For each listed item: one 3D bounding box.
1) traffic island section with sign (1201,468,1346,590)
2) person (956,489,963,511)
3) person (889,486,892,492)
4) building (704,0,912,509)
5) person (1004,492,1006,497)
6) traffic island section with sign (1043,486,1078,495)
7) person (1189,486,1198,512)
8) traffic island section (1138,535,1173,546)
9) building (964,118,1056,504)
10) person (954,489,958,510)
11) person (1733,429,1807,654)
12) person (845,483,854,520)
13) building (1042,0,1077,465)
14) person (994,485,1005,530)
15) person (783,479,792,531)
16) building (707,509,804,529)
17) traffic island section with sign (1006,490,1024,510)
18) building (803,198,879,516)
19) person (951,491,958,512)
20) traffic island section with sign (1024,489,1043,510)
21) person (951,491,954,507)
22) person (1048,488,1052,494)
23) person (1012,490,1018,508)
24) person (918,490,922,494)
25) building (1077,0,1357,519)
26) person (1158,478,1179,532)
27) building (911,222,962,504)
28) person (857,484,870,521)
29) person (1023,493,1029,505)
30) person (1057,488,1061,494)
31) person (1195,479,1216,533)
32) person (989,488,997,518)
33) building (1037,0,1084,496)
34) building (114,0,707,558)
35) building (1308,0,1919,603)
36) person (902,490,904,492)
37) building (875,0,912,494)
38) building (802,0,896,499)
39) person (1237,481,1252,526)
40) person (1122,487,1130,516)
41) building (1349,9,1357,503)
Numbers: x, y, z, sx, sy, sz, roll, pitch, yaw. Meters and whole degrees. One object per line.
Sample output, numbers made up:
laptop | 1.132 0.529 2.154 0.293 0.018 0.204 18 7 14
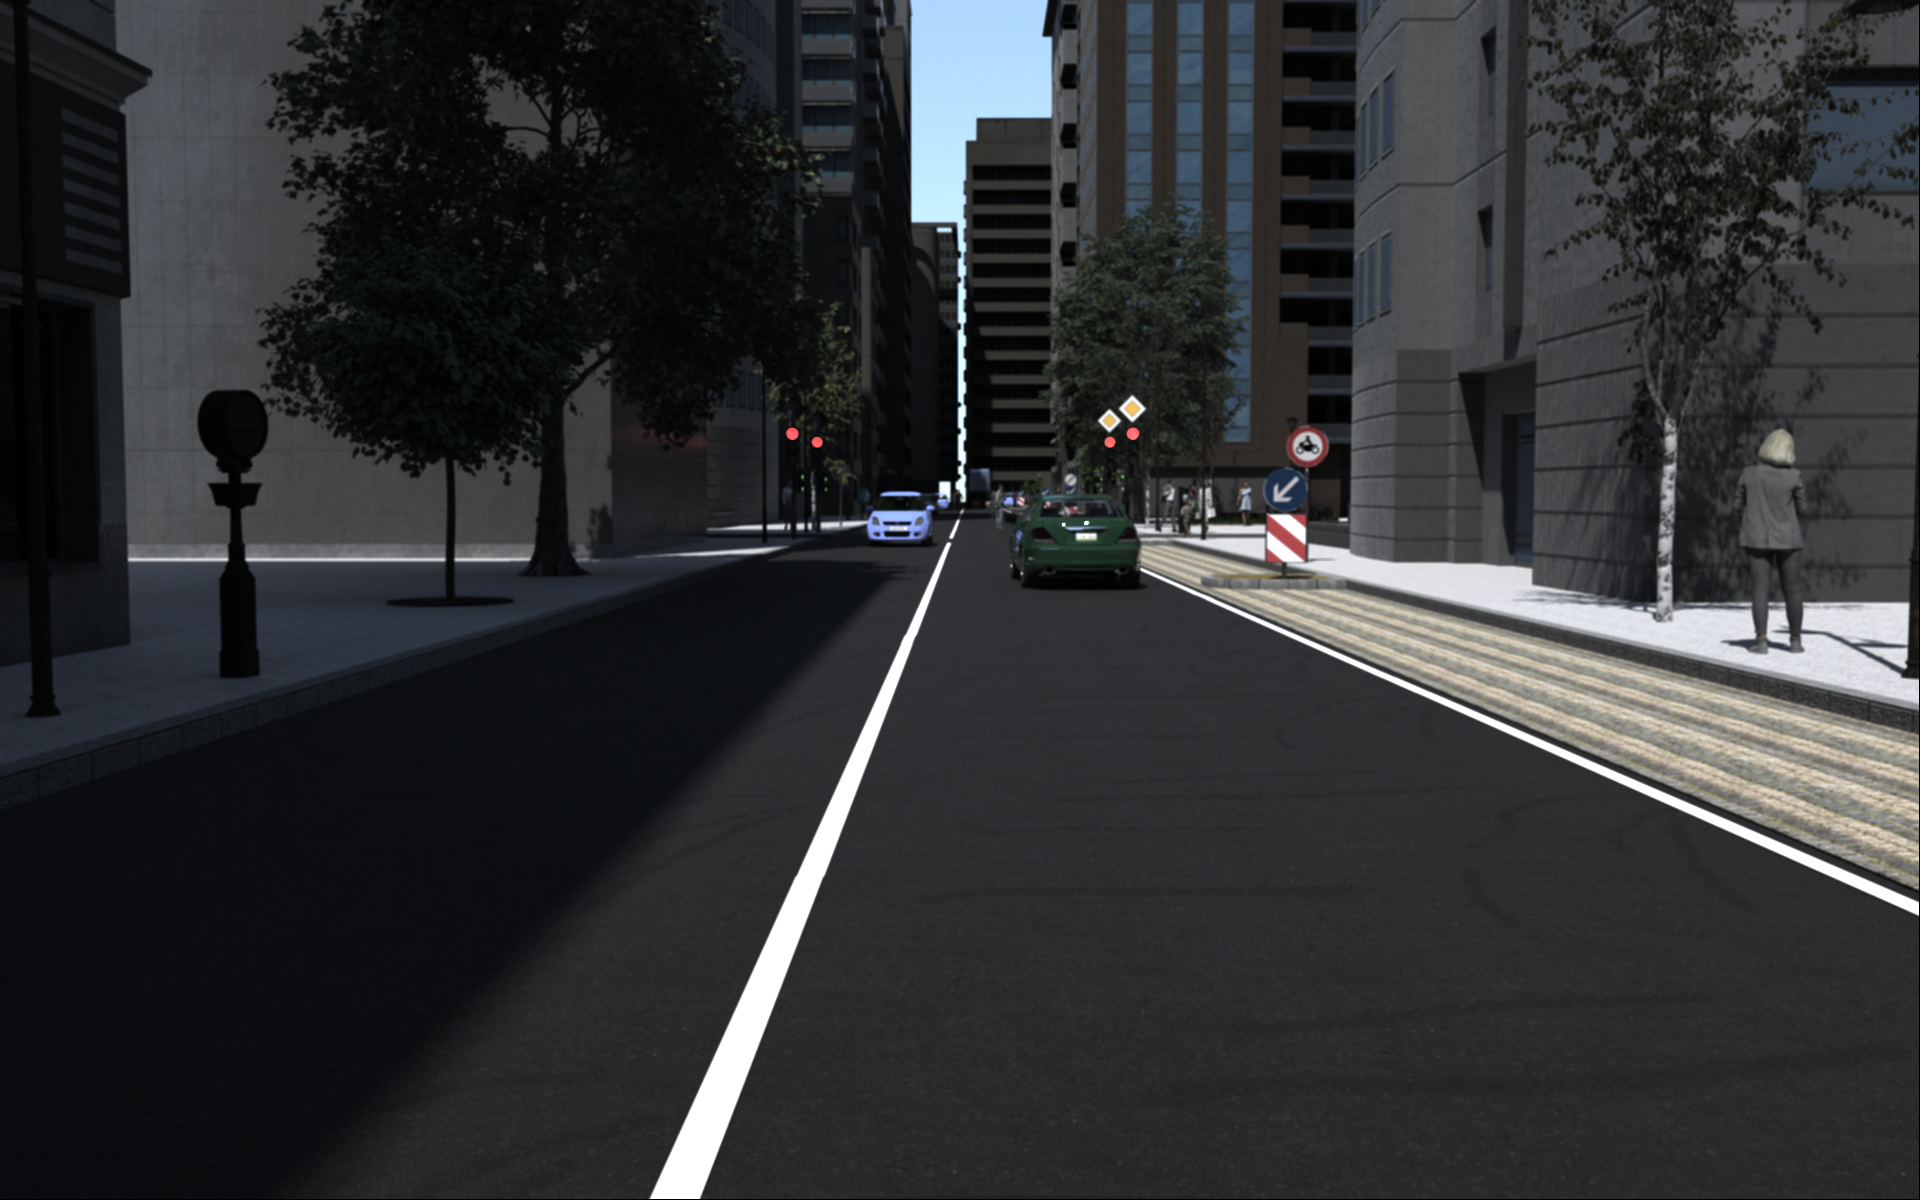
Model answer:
traffic island section with sign | 4.777 -1.107 26.722 1.989 1.847 2.006 0 4 0
person | -0.128 -8.510 147.653 0.705 1.821 1.348 -3 5 -41
person | -3.477 -4.853 87.819 0.622 1.834 0.822 -1 4 -12
building | -19.635 -39.989 195.822 28.212 58.520 21.231 0 4 0
person | 5.650 -12.201 208.788 0.742 1.727 0.445 -2 4 -29
traffic island section with sign | 5.084 -4.486 81.973 1.989 1.847 2.006 0 4 0
person | 11.972 -5.073 88.957 0.573 1.828 0.580 -1 4 -20
traffic island section | 4.896 -1.649 49.243 2.009 0.180 2.903 0 4 0
building | 11.276 -36.861 226.380 21.600 48.544 21.300 0 4 0
person | -0.319 -8.838 152.634 0.705 1.869 1.348 1 4 14
person | 6.570 -0.479 14.054 0.537 1.800 0.526 2 4 35
person | -5.479 -4.909 86.116 0.447 1.846 0.655 0 4 1
building | 23.008 -35.590 171.135 28.713 52.752 27.495 0 4 0
person | 1.594 -3.766 70.171 0.391 1.810 0.635 0 4 -7
person | -6.013 -3.329 60.705 0.478 1.798 0.641 -1 4 -17
building | -18.583 -32.511 73.553 21.231 58.520 28.212 0 4 0
traffic island section with sign | 5.488 -9.196 158.981 1.989 1.847 2.006 0 4 0
building | -20.037 -16.572 115.998 27.650 21.520 28.899 0 4 0
person | -0.441 -7.949 139.384 0.530 1.710 0.541 -2 4 -27
traffic island section with sign | 5.227 -6.136 108.950 1.989 1.847 2.006 0 4 0
person | -0.845 -11.426 195.318 0.705 1.824 1.348 1 4 11
person | 5.792 -6.344 112.238 0.555 1.821 0.388 0 4 7
person | 5.223 -9.496 163.699 0.705 1.831 1.348 -2 4 -25
person | -4.236 -11.161 189.244 0.721 1.743 1.217 0 4 1
building | 13.983 -27.272 96.009 14.600 45.320 14.200 0 4 0
person | 6.990 -3.180 58.138 0.850 1.850 0.679 3 5 44
building | -11.834 -33.060 232.417 23.993 40.220 32.217 0 4 0
person | -4.629 -4.694 83.130 0.601 1.785 0.444 0 4 1
person | 7.566 -11.611 199.140 1.065 1.426 0.557 1 4 13
person | 7.730 -7.816 134.383 0.434 1.755 0.990 2 4 32
person | 8.123 -3.103 57.136 0.624 1.780 0.694 -3 5 -43
person | 1.948 -5.712 102.077 0.511 1.800 0.466 -3 5 -42
building | 19.389 -46.260 194.600 20.563 71.187 20.611 0 4 0
building | -21.799 -13.569 40.919 30.058 24.678 14.314 0 4 0
building | 18.624 -30.006 32.603 21.231 58.520 28.212 0 4 0
person | -5.194 -9.256 158.318 0.436 1.711 0.756 -1 4 -23
building | -15.882 -33.635 173.626 21.300 48.544 21.600 0 4 0
building | -17.687 -32.251 146.909 23.786 49.044 30.456 0 4 0
person | 11.417 -3.875 69.489 0.616 1.811 0.778 1 4 15
person | 8.026 -4.625 82.057 0.661 1.777 0.834 1 4 16
building | 18.355 -41.731 120.555 20.563 71.187 20.611 0 4 0
